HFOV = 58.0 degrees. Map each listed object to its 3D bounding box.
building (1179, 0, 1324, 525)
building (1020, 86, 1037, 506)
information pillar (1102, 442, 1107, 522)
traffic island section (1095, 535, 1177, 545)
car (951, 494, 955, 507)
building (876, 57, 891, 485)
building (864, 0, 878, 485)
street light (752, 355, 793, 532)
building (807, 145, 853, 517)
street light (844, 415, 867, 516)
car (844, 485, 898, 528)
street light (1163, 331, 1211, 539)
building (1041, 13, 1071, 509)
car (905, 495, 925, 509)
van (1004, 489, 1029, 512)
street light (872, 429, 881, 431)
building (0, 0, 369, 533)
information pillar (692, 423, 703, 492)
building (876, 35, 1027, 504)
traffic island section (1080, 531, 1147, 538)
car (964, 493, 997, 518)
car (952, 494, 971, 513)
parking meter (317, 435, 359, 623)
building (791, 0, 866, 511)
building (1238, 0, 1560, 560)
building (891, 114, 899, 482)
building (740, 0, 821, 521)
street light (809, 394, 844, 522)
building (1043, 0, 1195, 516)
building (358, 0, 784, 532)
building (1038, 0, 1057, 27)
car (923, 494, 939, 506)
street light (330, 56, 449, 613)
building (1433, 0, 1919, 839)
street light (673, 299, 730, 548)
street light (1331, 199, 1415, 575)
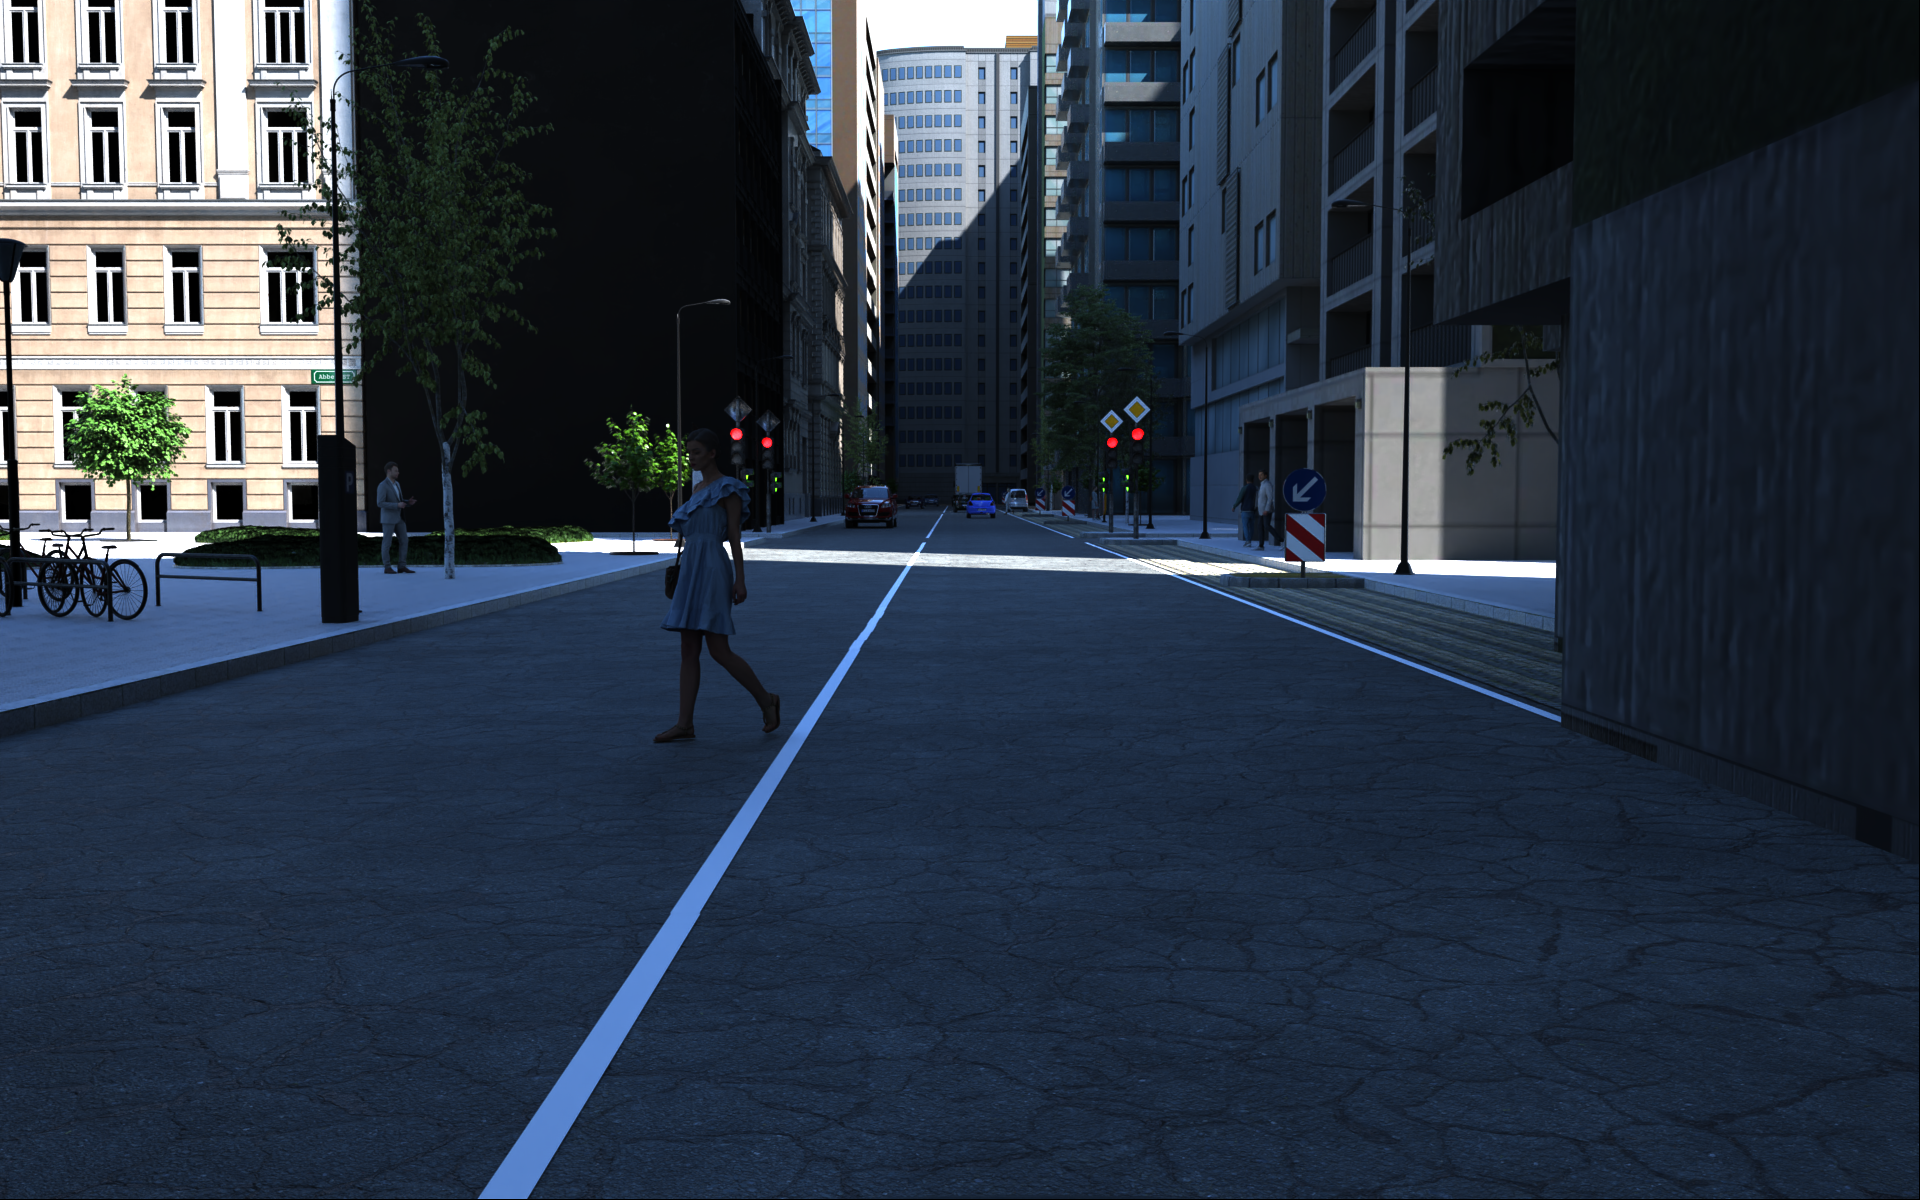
[{"bbox_3d":[23.823,-29.497,71.509,27.495,52.752,28.713,0,4,0],"label":"building"},{"bbox_3d":[17.950,-35.094,197.487,21.300,48.544,21.600,0,4,0],"label":"building"},{"bbox_3d":[6.538,-5.315,78.254,0.183,3.616,0.504,0,4,-5],"label":"information pillar"},{"bbox_3d":[5.073,-1.678,49.715,2.009,0.180,2.903,0,4,0],"label":"traffic island section"},{"bbox_3d":[-0.085,-11.565,198.875,2.009,1.686,4.222,0,4,0],"label":"car"},{"bbox_3d":[-14.809,-32.108,175.070,14.600,45.320,14.200,0,4,0],"label":"building"},{"bbox_3d":[-18.662,-32.621,157.048,21.300,48.544,21.600,0,4,0],"label":"building"},{"bbox_3d":[-6.276,-5.234,58.119,1.470,5.913,1.316,0,4,0],"label":"street light"},{"bbox_3d":[-12.670,-17.012,107.023,11.050,23.489,19.941,0,4,0],"label":"building"},{"bbox_3d":[-6.361,-7.940,102.361,1.470,5.913,1.316,0,4,0],"label":"street light"},{"bbox_3d":[-3.787,-4.023,74.446,2.281,1.827,5.304,0,4,1],"label":"car"},{"bbox_3d":[6.500,-4.713,49.592,1.470,5.913,1.316,0,4,0],"label":"street light"},{"bbox_3d":[14.060,-28.625,151.616,14.154,41.232,14.086,0,4,0],"label":"building"},{"bbox_3d":[-4.397,-9.576,169.152,1.945,1.354,3.894,0,4,1],"label":"car"},{"bbox_3d":[4.613,-8.175,140.671,2.013,2.044,4.112,0,4,-1],"label":"van"},{"bbox_3d":[-6.404,-9.293,124.482,1.470,5.913,1.316,0,4,0],"label":"street light"},{"bbox_3d":[-29.552,-16.956,63.129,20.117,28.700,13.634,0,4,0],"label":"building"},{"bbox_3d":[-8.520,-3.990,56.588,0.504,3.616,0.183,-1,4,-13],"label":"information pillar"},{"bbox_3d":[-1.322,-41.855,226.320,28.212,58.520,21.231,0,4,0],"label":"building"},{"bbox_3d":[5.053,-2.166,57.700,2.009,0.180,2.903,0,4,0],"label":"traffic island section"},{"bbox_3d":[1.240,-5.750,103.607,1.945,1.707,3.694,0,4,-1],"label":"car"},{"bbox_3d":[0.362,-7.704,135.752,2.009,1.686,4.222,0,4,-2],"label":"car"},{"bbox_3d":[-6.223,-0.712,17.347,0.255,1.863,0.399,0,4,3],"label":"parking meter"},{"bbox_3d":[-14.757,-29.914,139.209,14.600,45.320,14.200,0,4,0],"label":"building"},{"bbox_3d":[17.996,-36.556,35.946,20.563,71.187,20.611,0,4,0],"label":"building"},{"bbox_3d":[-14.444,-33.657,200.397,14.200,45.320,14.600,0,4,0],"label":"building"},{"bbox_3d":[-14.524,-18.179,84.610,14.401,28.519,23.554,0,4,0],"label":"building"},{"bbox_3d":[-6.263,-6.587,80.240,1.470,5.913,1.316,0,4,0],"label":"street light"},{"bbox_3d":[17.974,-30.373,116.207,23.786,49.044,30.456,0,4,0],"label":"building"},{"bbox_3d":[-13.601,-14.393,65.010,12.332,23.373,15.834,0,4,0],"label":"building"},{"bbox_3d":[18.155,-38.552,172.323,21.231,58.520,28.212,0,4,0],"label":"building"},{"bbox_3d":[-3.344,-11.602,201.689,2.014,1.417,4.499,0,3,0],"label":"car"},{"bbox_3d":[-6.116,-2.813,18.529,1.470,5.913,1.316,0,4,0],"label":"street light"},{"bbox_3d":[10.720,-14.688,11.858,14.160,30.474,14.107,0,4,0],"label":"building"},{"bbox_3d":[-6.176,-4.214,41.435,1.470,5.913,1.316,0,4,0],"label":"street light"},{"bbox_3d":[6.548,-3.360,27.471,1.470,5.913,1.316,0,4,0],"label":"street light"}]
